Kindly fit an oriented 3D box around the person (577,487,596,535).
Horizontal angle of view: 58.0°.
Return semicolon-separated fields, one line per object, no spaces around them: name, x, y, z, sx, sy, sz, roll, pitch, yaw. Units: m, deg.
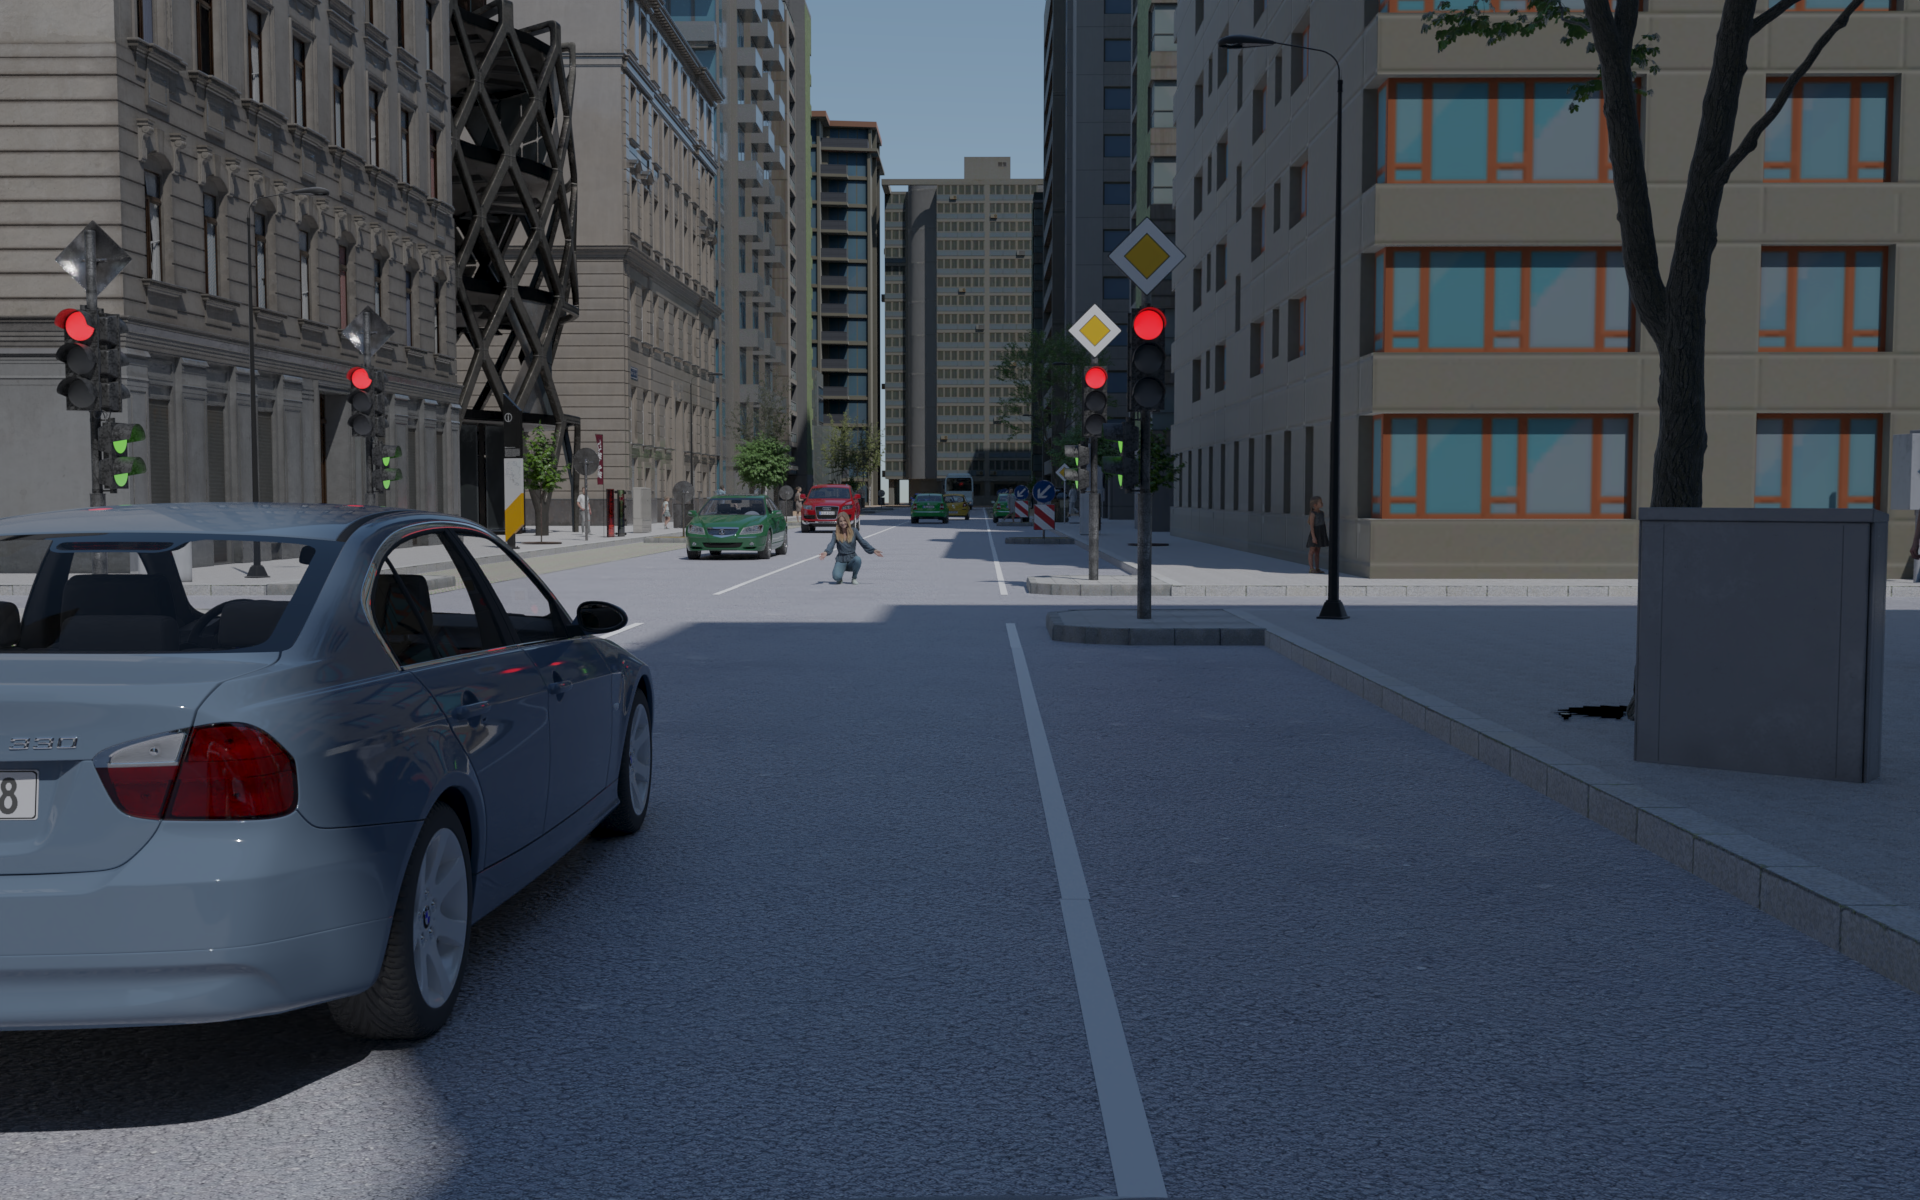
person;-11.671;-2.773;53.979;0.523;1.515;0.503;1;4;9

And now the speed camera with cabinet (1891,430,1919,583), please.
speed camera with cabinet;14.616;-1.877;25.018;2.038;3.252;0.660;0;4;0

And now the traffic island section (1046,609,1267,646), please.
traffic island section;1.918;0.272;17.834;2.009;0.180;2.903;0;4;1

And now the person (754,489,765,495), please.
person;-11.646;-5.783;100.688;0.679;1.850;0.850;-2;4;-29

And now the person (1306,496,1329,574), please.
person;5.787;-1.054;27.939;0.362;1.253;0.373;-2;4;-35

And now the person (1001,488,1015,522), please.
person;2.307;-4.330;80.041;0.760;1.731;0.466;-1;4;-8

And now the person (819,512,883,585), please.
person;-1.716;-0.825;27.481;1.012;1.151;0.738;0;4;-1

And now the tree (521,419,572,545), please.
tree;-10.655;-3.049;44.445;1.663;3.219;1.824;0;3;0

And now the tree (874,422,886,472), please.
tree;-9.334;-13.874;177.196;4.737;8.622;4.395;0;3;0

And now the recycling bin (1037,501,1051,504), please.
recycling bin;4.765;-5.107;96.057;0.722;1.027;0.722;-2;4;-28

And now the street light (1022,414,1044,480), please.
street light;4.324;-7.846;100.829;1.470;5.913;1.316;0;4;1

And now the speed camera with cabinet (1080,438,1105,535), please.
speed camera with cabinet;4.191;-3.688;54.635;0.660;3.252;2.038;1;4;11

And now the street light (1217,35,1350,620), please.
street light;3.307;-2.761;17.691;1.470;5.913;1.316;0;4;1

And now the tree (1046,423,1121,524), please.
tree;5.418;-5.618;75.572;4.285;4.588;4.351;0;3;0

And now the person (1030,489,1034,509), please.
person;6.074;-8.608;147.501;0.721;1.735;1.217;1;4;11

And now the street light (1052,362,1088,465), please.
street light;3.937;-5.415;61.081;1.470;5.913;1.316;0;4;1

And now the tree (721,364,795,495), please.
tree;-11.101;-9.024;97.903;4.360;8.622;3.978;0;3;0

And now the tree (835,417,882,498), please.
tree;-9.426;-13.010;163.072;4.360;8.622;3.978;0;3;0

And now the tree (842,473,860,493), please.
tree;-9.761;-9.906;156.571;1.663;3.219;1.824;0;3;0

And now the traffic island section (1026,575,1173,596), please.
traffic island section;2.012;-0.216;25.819;2.009;0.180;2.903;0;4;1

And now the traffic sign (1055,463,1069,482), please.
traffic sign;4.454;-4.510;73.464;0.795;2.593;0.064;0;4;8

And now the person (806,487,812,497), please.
person;-10.715;-7.314;125.722;1.348;1.812;0.705;-3;5;-41

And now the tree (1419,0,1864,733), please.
tree;3.872;-5.112;9.343;9.928;11.665;9.643;0;3;0

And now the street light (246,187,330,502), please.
street light;-10.239;-3.293;26.380;1.470;5.913;1.316;0;4;1

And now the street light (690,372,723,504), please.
street light;-9.732;-5.731;66.250;1.470;5.913;1.316;0;4;1

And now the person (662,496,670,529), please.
person;-10.806;-3.196;63.318;0.382;1.210;0.505;-3;4;-38

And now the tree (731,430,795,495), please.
tree;-10.071;-6.432;88.881;4.285;4.588;4.351;0;3;0

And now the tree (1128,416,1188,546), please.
tree;4.821;-2.960;42.992;1.663;3.219;1.824;0;3;0

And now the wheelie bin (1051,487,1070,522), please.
wheelie bin;4.531;-4.316;78.468;0.693;1.594;0.980;-3;4;-38

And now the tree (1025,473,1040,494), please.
tree;6.677;-9.841;155.509;1.663;3.219;1.824;0;3;0

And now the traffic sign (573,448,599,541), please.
traffic sign;-10.276;-2.903;47.574;0.768;2.556;0.104;1;4;10

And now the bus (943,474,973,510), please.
bus;-0.132;-10.213;161.842;2.948;3.499;13.247;0;4;0

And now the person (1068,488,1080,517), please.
person;6.227;-5.447;94.987;0.818;1.842;0.514;1;4;22

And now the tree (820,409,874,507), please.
tree;-10.467;-12.280;151.133;4.737;8.622;4.395;0;3;0

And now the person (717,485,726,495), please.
person;-13.172;-5.432;95.116;0.793;1.790;0.793;1;4;12

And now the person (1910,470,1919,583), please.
person;7.370;-0.407;12.787;0.616;1.811;0.778;3;4;36

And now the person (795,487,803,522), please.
person;-7.476;-4.415;81.022;0.374;1.781;0.599;-2;4;-33
